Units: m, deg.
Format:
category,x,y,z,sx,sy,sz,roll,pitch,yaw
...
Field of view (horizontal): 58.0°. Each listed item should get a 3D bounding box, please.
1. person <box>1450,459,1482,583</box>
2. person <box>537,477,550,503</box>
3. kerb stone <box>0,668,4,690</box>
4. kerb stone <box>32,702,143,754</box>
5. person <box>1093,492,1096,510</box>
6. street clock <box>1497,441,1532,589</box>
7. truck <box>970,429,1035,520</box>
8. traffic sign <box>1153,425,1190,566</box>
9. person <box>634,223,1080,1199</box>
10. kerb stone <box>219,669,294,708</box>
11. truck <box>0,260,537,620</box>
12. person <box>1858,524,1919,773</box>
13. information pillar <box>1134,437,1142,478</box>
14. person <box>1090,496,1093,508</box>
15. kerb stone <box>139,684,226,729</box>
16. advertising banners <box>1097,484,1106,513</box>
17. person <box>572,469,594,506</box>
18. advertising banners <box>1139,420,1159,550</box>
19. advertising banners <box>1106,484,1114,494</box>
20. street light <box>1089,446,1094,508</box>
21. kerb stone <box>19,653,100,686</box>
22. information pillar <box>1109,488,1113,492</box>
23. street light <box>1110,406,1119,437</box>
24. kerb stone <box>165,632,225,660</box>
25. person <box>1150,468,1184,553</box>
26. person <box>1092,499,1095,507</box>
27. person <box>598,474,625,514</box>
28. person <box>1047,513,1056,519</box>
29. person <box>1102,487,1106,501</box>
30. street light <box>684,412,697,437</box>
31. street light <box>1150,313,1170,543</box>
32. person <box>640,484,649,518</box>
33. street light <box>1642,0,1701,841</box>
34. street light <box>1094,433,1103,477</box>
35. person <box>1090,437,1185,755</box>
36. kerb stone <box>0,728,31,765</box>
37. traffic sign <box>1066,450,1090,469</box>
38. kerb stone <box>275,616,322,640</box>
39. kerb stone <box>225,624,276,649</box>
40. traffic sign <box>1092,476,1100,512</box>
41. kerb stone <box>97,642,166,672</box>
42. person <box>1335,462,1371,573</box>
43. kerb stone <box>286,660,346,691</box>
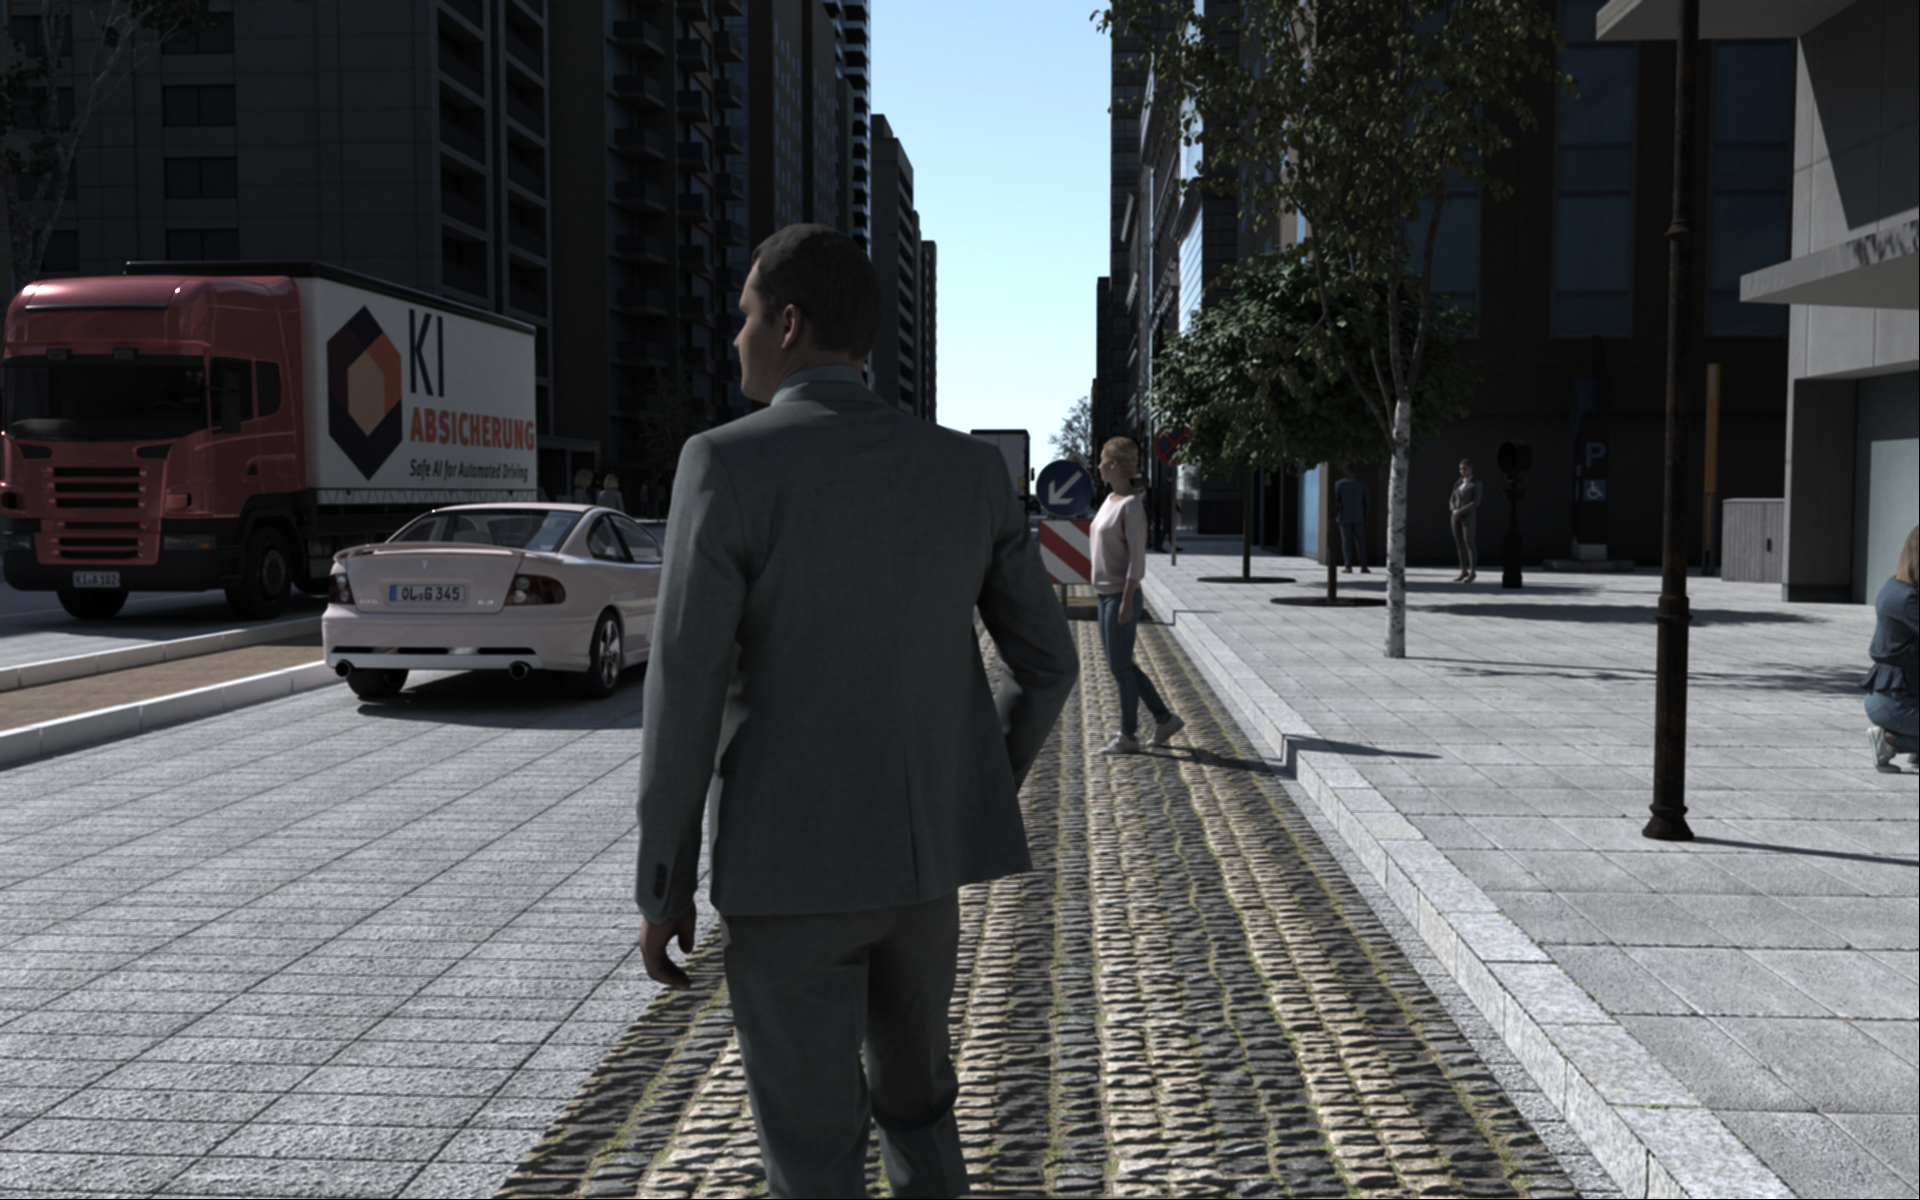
category,x,y,z,sx,sy,sz,roll,pitch,yaw
person,7.350,-1.163,25.340,0.520,1.790,0.573,3,5,40
person,-9.787,-1.927,40.114,0.679,1.850,0.850,1,4,14
kerb stone,-7.039,0.606,12.283,0.120,0.150,1.000,0,4,4
kerb stone,-5.079,0.744,10.035,0.120,0.150,1.000,0,4,4
person,11.044,-8.130,139.901,0.756,1.711,0.436,3,5,44
street clock,7.516,-1.159,23.519,0.358,2.002,0.471,-1,4,-19
truck,1.983,-5.593,80.362,2.839,4.237,11.283,0,4,3
traffic sign,3.825,-1.885,30.927,0.768,2.556,0.104,0,4,6
person,-0.156,0.375,2.476,0.635,1.810,0.391,-3,5,-44
kerb stone,-4.950,0.623,12.086,0.120,0.150,1.000,0,4,4
truck,-8.679,-2.093,23.133,2.839,4.237,11.283,0,4,5
person,4.594,0.214,8.043,0.738,1.151,1.012,2,4,28
information pillar,7.288,-4.852,70.679,0.183,3.616,0.504,-3,5,-40
person,12.379,-9.491,161.940,0.721,1.743,1.217,0,4,4
kerb stone,-5.009,0.684,11.060,0.120,0.150,1.000,0,4,4
advertising banners,8.639,-6.671,105.250,0.090,3.025,2.074,-1,4,-12
person,-5.545,-1.026,25.458,0.728,1.800,0.709,0,4,-2
advertising banners,4.405,-2.707,40.449,0.090,3.025,2.074,0,4,-5
advertising banners,6.111,-4.414,68.360,0.090,3.025,2.074,0,4,-5
street light,12.737,-11.775,165.310,0.468,5.910,1.993,0,4,4
kerb stone,-6.969,0.544,13.303,0.120,0.150,1.000,0,4,4
information pillar,9.271,-6.215,106.113,0.304,2.012,0.304,0,4,7
street light,8.030,-7.161,89.866,0.468,5.910,1.993,0,4,4
kerb stone,-6.840,0.419,15.346,0.120,0.150,1.000,0,4,4
person,4.589,-1.953,37.745,0.755,1.850,0.659,-1,4,-18
person,13.427,-10.122,174.789,0.557,1.426,1.065,-2,4,-34
person,-6.552,-1.439,32.218,0.709,1.800,0.728,2,4,25
person,3.891,-3.938,73.633,0.760,1.731,0.466,-3,5,-44
person,10.608,-7.593,130.050,0.709,1.838,0.599,-3,5,-45
street light,-14.507,-7.369,93.276,0.468,5.910,1.993,0,4,4
street light,5.114,-4.377,44.347,0.468,5.910,1.993,0,4,4
person,-16.854,-5.290,92.724,0.537,1.800,0.526,2,4,35
street light,2.650,-2.050,6.305,0.468,5.910,1.993,0,4,4
street light,10.309,-9.488,127.919,0.468,5.910,1.993,0,4,4
person,0.971,-0.025,9.587,0.598,1.740,0.731,-1,4,-20
kerb stone,-5.141,0.806,9.012,0.120,0.150,1.000,0,4,4
traffic sign,3.045,-2.647,45.464,0.795,2.593,0.064,0,4,4
kerb stone,-6.711,0.294,17.390,0.120,0.150,1.000,0,4,4
kerb stone,-6.774,0.356,16.368,0.120,0.150,1.000,0,4,4
traffic sign,9.726,-7.513,122.946,0.768,2.556,0.104,1,4,11
kerb stone,-6.909,0.481,14.326,0.120,0.150,1.000,0,4,4
person,6.369,-1.337,28.080,0.721,1.800,0.419,0,4,-5
kerb stone,-4.881,0.558,13.108,0.120,0.150,1.000,0,4,4
